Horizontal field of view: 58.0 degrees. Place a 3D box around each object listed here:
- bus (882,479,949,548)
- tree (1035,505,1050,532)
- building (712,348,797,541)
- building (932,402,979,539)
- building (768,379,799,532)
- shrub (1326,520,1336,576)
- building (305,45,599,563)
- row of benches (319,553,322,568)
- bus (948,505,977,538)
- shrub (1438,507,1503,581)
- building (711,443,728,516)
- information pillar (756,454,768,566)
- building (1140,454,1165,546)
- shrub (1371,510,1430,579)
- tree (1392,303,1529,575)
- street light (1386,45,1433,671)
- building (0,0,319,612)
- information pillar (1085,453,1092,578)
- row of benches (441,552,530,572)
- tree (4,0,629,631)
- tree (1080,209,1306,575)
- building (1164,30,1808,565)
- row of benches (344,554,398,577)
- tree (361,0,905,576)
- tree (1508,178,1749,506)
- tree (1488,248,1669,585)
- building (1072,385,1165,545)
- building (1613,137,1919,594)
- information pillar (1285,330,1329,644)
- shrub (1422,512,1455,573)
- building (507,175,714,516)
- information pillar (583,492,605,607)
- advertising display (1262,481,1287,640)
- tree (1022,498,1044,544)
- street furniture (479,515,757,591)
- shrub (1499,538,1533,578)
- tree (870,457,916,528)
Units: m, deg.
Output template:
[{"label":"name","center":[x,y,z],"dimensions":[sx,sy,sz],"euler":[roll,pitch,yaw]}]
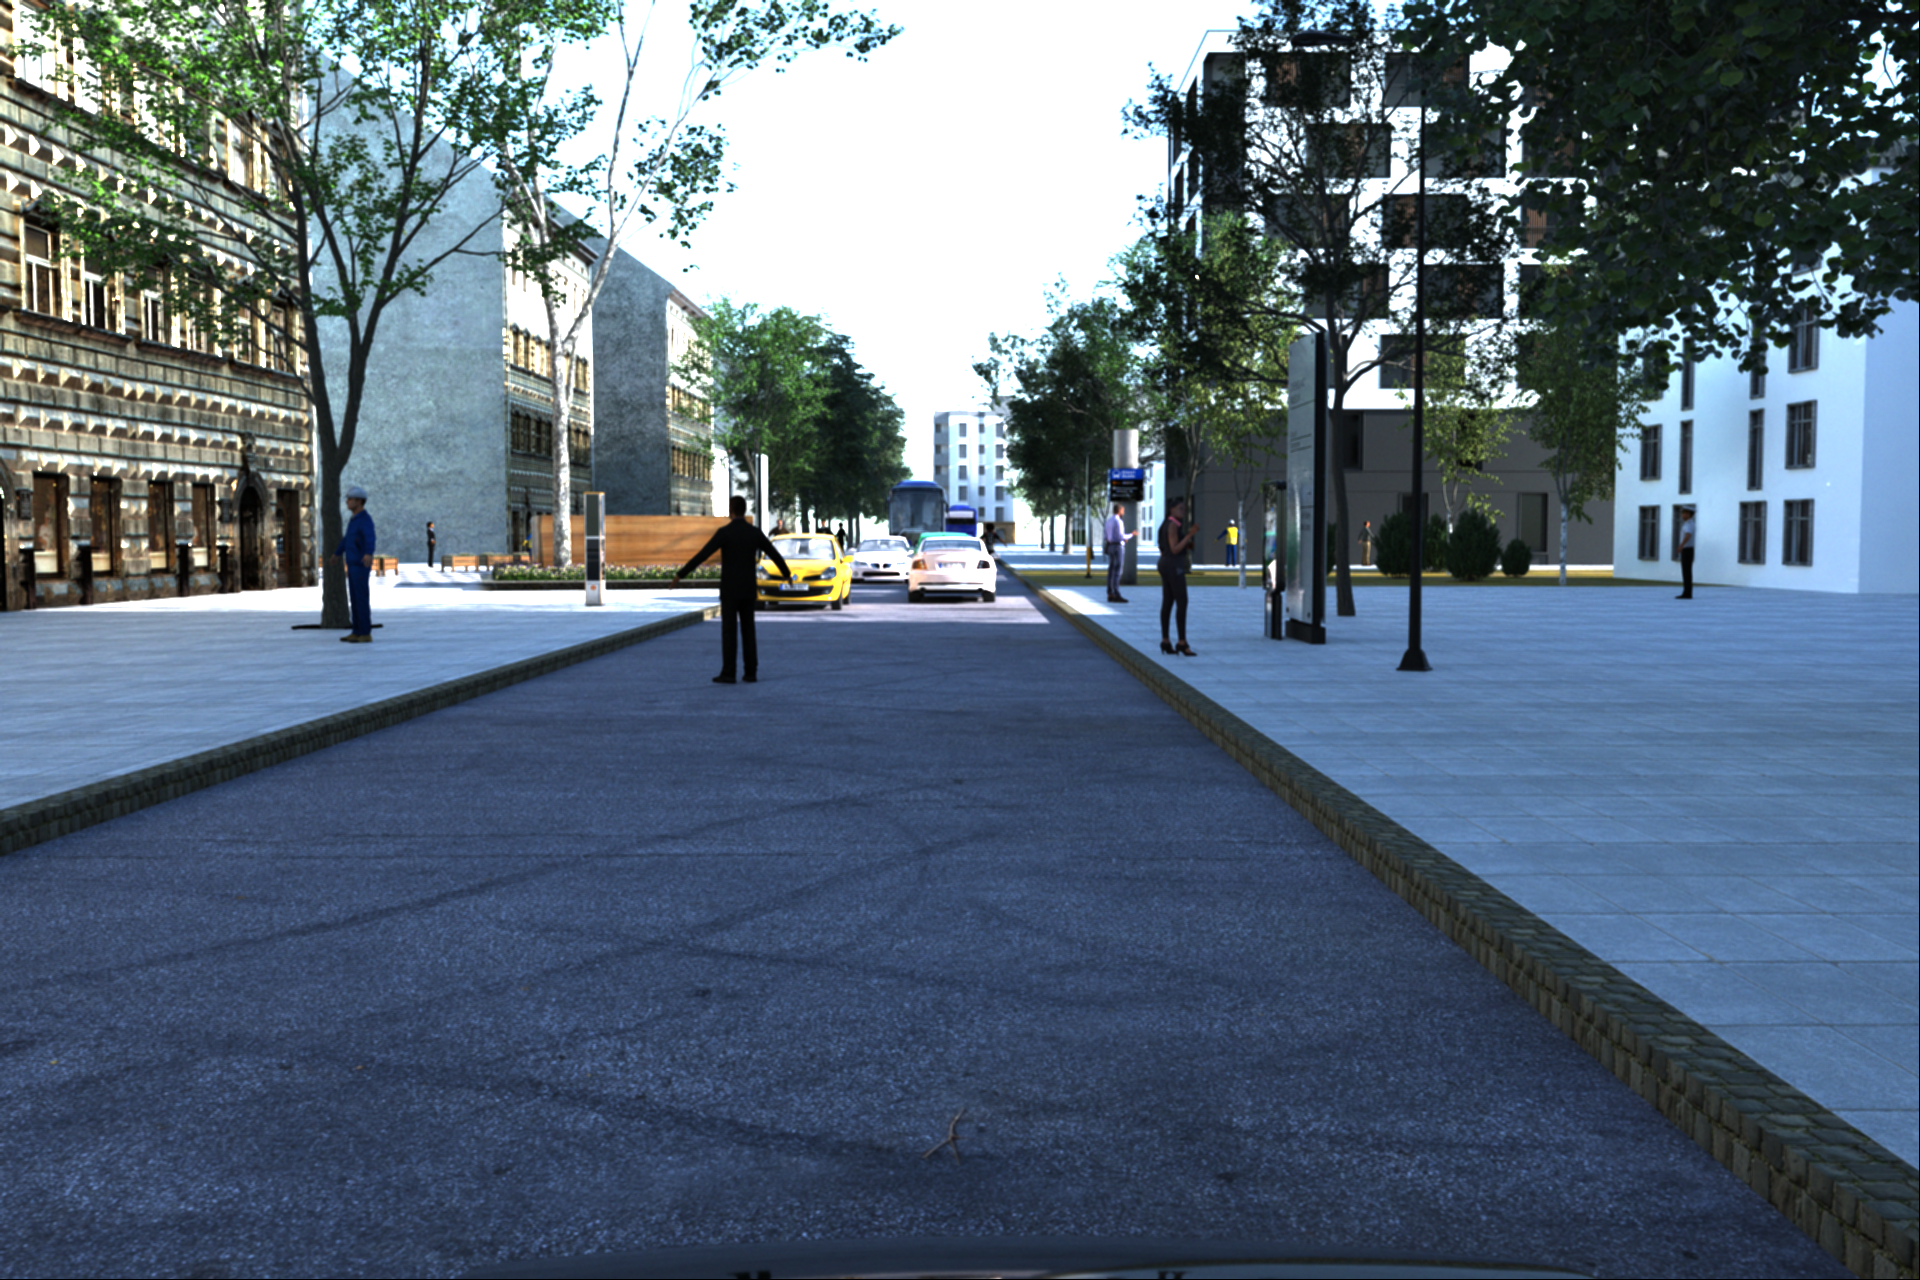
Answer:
[{"label":"bus","center":[-1.908,-5.514,81.695],"dimensions":[2.896,3.916,12.251],"euler":[0,4,0]},{"label":"tree","center":[12.272,-17.606,238.213],"dimensions":[4.737,8.622,4.395],"euler":[0,3,0]},{"label":"building","center":[-28.324,-22.042,191.320],"dimensions":[19.493,23.208,18.063],"euler":[0,4,0]},{"label":"building","center":[-3.547,-23.253,239.059],"dimensions":[11.380,20.090,16.016],"euler":[0,4,-1]},{"label":"building","center":[-25.435,-21.370,205.827],"dimensions":[16.016,20.090,11.380],"euler":[0,4,0]},{"label":"shrub","center":[9.879,-2.727,48.632],"dimensions":[1.661,2.075,1.752],"euler":[0,3,0]},{"label":"building","center":[-29.225,-15.535,84.923],"dimensions":[19.493,23.208,18.063],"euler":[0,4,0]},{"label":"row of benches","center":[-22.190,-2.487,56.127],"dimensions":[4.104,0.672,1.422],"euler":[-1,4,-21]},{"label":"bus","center":[0.021,-9.552,147.714],"dimensions":[2.896,3.916,12.251],"euler":[0,4,-1]},{"label":"shrub","center":[13.859,-2.604,46.998],"dimensions":[1.690,2.028,1.600],"euler":[0,3,0]},{"label":"building","center":[-26.655,-13.724,166.536],"dimensions":[9.099,9.664,28.070],"euler":[0,4,1]},{"label":"information pillar","center":[-5.905,-3.694,51.711],"dimensions":[0.184,3.620,1.656],"euler":[0,4,-1]},{"label":"building","center":[24.759,-14.638,181.475],"dimensions":[9.099,9.664,28.070],"euler":[0,4,1]},{"label":"shrub","center":[12.705,-2.786,49.979],"dimensions":[1.690,2.028,1.600],"euler":[0,3,0]},{"label":"tree","center":[15.395,-6.340,54.022],"dimensions":[4.737,8.622,4.395],"euler":[0,3,0]},{"label":"street light","center":[4.830,-2.668,16.160],"dimensions":[1.470,5.913,1.316],"euler":[0,4,0]},{"label":"building","center":[-24.902,-12.326,32.466],"dimensions":[19.493,23.208,18.063],"euler":[0,4,0]},{"label":"information pillar","center":[3.731,-3.607,50.328],"dimensions":[0.183,3.616,0.504],"euler":[0,4,-1]},{"label":"row of benches","center":[-15.979,-2.704,59.666],"dimensions":[1.422,0.672,4.104],"euler":[3,4,36]},{"label":"tree","center":[-8.423,-5.969,23.348],"dimensions":[9.928,11.665,9.643],"euler":[0,3,0]},{"label":"tree","center":[7.354,-7.897,54.870],"dimensions":[9.928,11.665,9.643],"euler":[0,3,0]},{"label":"building","center":[23.965,-14.856,86.869],"dimensions":[27.936,21.610,32.646],"euler":[0,3,0]},{"label":"row of benches","center":[-17.890,-2.229,51.903],"dimensions":[1.422,0.672,4.104],"euler":[0,4,5]},{"label":"tree","center":[-8.044,-11.200,39.015],"dimensions":[12.611,20.169,13.585],"euler":[0,3,0]},{"label":"tree","center":[23.725,-9.362,59.723],"dimensions":[9.857,13.997,8.962],"euler":[0,3,0]},{"label":"tree","center":[15.329,-5.670,43.060],"dimensions":[4.737,8.622,4.395],"euler":[0,3,0]},{"label":"building","center":[22.684,-21.220,213.405],"dimensions":[16.747,18.905,31.486],"euler":[0,4,0]},{"label":"building","center":[23.729,-5.798,36.952],"dimensions":[9.099,9.664,28.070],"euler":[0,4,0]},{"label":"information pillar","center":[4.173,-1.807,20.868],"dimensions":[0.184,3.620,1.656],"euler":[0,4,0]},{"label":"shrub","center":[15.806,-3.241,57.411],"dimensions":[1.690,2.028,1.600],"euler":[0,3,0]},{"label":"building","center":[-27.024,-17.366,114.857],"dimensions":[19.493,23.208,18.063],"euler":[0,4,0]},{"label":"information pillar","center":[-6.479,-1.604,30.711],"dimensions":[0.304,2.012,0.304],"euler":[0,4,0]},{"label":"advertising display","center":[3.861,-0.984,21.302],"dimensions":[0.123,1.923,0.974],"euler":[0,4,0]},{"label":"tree","center":[11.027,-17.298,233.180],"dimensions":[4.360,8.622,3.978],"euler":[0,3,0]},{"label":"street furniture","center":[-9.231,-2.161,42.186],"dimensions":[9.812,1.723,11.010],"euler":[-1,4,-16]},{"label":"shrub","center":[16.425,-2.450,51.167],"dimensions":[1.383,1.207,1.383],"euler":[0,3,0]},{"label":"tree","center":[-8.839,-19.407,235.432],"dimensions":[7.486,12.596,7.792],"euler":[0,3,0]}]
